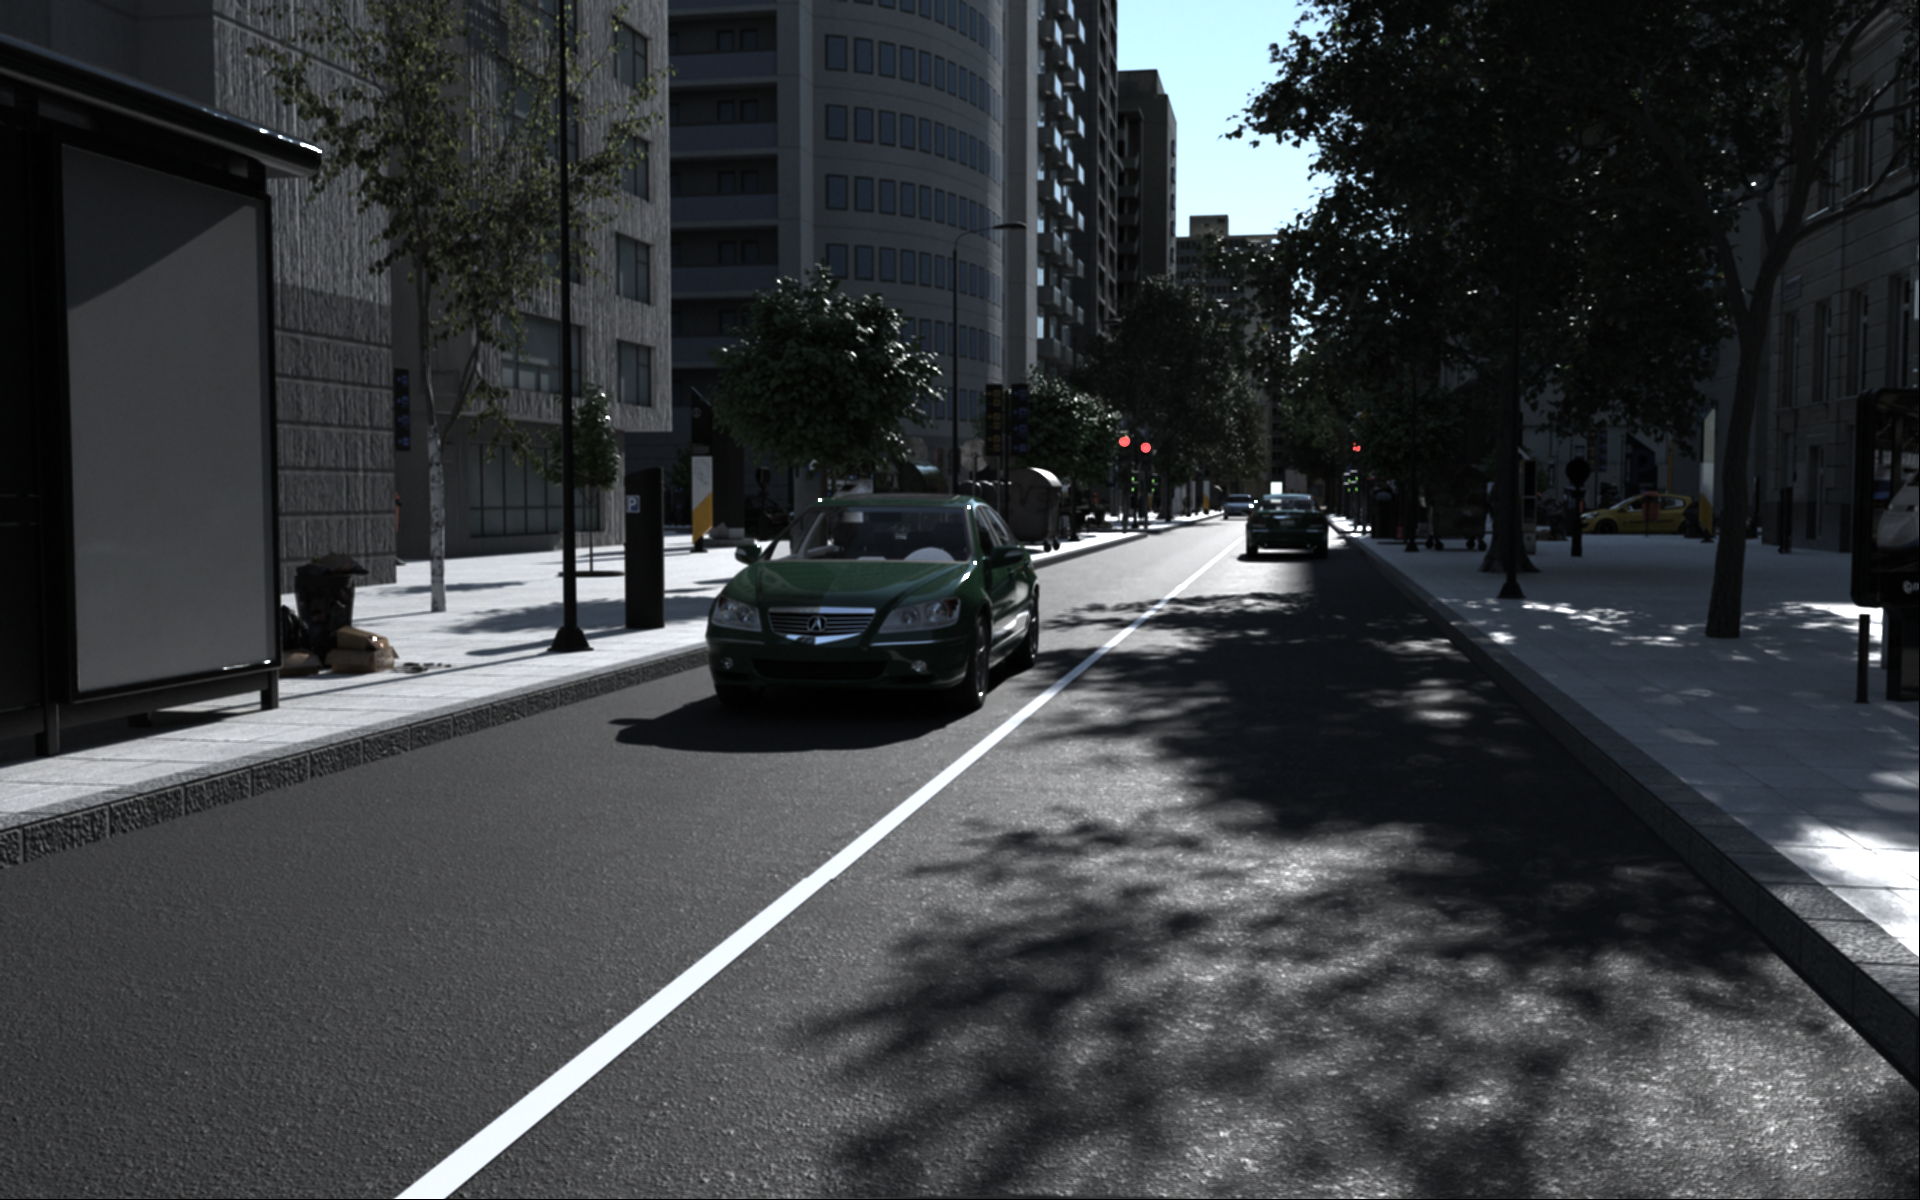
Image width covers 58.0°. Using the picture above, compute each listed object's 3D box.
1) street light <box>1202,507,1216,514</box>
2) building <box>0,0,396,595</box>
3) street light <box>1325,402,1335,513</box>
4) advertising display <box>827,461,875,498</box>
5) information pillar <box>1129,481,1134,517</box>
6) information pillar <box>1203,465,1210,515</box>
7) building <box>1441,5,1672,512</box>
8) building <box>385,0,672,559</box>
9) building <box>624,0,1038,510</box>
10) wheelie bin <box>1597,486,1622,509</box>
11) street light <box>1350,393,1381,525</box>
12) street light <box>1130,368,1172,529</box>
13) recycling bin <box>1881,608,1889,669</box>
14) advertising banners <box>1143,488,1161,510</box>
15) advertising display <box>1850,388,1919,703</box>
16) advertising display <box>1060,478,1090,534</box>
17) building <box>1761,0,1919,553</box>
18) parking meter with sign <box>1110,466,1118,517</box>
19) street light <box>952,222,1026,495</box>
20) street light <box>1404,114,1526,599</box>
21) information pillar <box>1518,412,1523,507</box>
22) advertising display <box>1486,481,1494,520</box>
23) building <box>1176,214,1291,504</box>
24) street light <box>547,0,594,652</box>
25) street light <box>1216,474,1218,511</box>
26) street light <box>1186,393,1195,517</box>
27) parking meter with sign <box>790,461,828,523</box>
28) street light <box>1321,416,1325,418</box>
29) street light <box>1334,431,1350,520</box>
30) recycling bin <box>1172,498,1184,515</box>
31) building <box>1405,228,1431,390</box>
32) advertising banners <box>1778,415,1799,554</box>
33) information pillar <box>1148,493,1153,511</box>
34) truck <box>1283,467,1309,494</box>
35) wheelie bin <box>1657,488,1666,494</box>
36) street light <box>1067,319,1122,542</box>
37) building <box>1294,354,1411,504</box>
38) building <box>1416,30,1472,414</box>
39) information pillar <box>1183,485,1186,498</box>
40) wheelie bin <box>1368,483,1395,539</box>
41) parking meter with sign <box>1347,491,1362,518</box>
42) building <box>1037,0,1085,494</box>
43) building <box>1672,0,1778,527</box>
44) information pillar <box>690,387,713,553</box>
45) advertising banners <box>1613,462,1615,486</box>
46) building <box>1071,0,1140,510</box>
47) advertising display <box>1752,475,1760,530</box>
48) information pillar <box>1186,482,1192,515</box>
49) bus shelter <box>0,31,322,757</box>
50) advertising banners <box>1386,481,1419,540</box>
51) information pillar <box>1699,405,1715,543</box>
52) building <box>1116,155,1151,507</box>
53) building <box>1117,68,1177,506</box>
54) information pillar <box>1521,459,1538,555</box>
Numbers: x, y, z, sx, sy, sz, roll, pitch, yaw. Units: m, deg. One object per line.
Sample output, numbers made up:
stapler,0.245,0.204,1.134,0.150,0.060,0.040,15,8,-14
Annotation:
street light,13.205,-7.534,95.725,1.470,5.913,1.316,1,4,11
building,-21.075,-28.710,11.414,21.231,58.520,28.212,1,4,11
street light,15.921,-6.048,71.428,1.470,5.913,1.316,1,4,11
advertising display,-1.995,-1.569,30.865,0.974,1.923,0.123,-1,4,-13
information pillar,9.585,-5.655,96.951,0.304,2.012,0.304,-1,4,-19
information pillar,15.082,-7.005,105.889,0.504,3.616,0.183,-3,5,-42
building,47.828,-32.317,117.625,28.713,52.752,27.495,1,4,11
building,-14.924,-21.832,40.549,14.086,41.232,14.154,1,4,11
building,-8.523,-33.348,87.234,21.231,58.520,28.212,1,4,11
wheelie bin,25.607,-3.689,68.223,0.980,1.594,0.693,0,4,-8
street light,9.512,-4.029,38.419,1.470,5.913,1.316,1,4,11
street light,7.012,-5.582,63.808,1.470,5.913,1.316,1,4,11
recycling bin,7.237,-0.001,12.576,0.722,1.027,0.722,-2,4,-30
advertising banners,15.344,-8.626,137.229,2.074,3.025,0.090,-1,4,-23
advertising display,5.951,-0.338,10.733,0.974,1.923,0.123,-1,4,-19
advertising display,3.737,-3.122,56.256,0.974,1.923,0.123,0,4,-2
building,23.685,-14.261,30.429,12.463,27.353,25.104,1,4,11
parking meter with sign,8.761,-6.219,97.940,0.543,3.016,1.738,1,4,9
street light,0.441,-3.506,29.860,1.470,5.913,1.316,1,4,11
street light,6.260,-2.980,21.268,1.470,5.913,1.316,1,4,11
information pillar,13.333,-3.083,41.765,0.504,3.616,0.183,-2,4,-27
advertising display,26.636,-4.965,86.398,0.974,1.923,0.123,-1,4,-14
building,34.819,-33.762,243.895,23.993,40.220,32.217,1,4,11
street light,-2.665,-2.531,13.915,1.470,5.913,1.316,1,4,11
street light,16.462,-8.543,112.227,1.470,5.913,1.316,1,4,11
street light,10.156,-6.558,79.767,1.470,5.913,1.316,1,4,11
parking meter with sign,-2.445,-1.976,28.566,0.543,3.016,1.738,-1,4,-20
street light,19.083,-7.023,87.363,1.470,5.913,1.316,1,4,11
street light,12.644,-5.012,54.493,1.470,5.913,1.316,1,4,11
recycling bin,13.611,-5.825,107.791,0.722,1.027,0.722,-2,4,-29
building,58.599,-34.423,182.420,23.786,49.044,30.456,1,4,11
advertising banners,18.114,-2.546,37.818,0.090,3.025,2.074,2,4,34
information pillar,14.027,-8.353,127.931,0.504,3.616,0.183,1,4,13
truck,35.767,-11.957,184.417,2.839,4.237,11.283,1,4,11
wheelie bin,35.803,-4.945,88.763,0.980,1.594,0.693,2,4,35
street light,3.602,-4.512,46.316,1.470,5.913,1.316,1,4,11
building,60.382,-23.997,237.384,28.899,21.520,27.650,1,4,11
building,52.391,-30.518,153.595,22.147,44.769,28.867,1,4,11
information pillar,14.183,-7.170,108.580,0.504,3.616,0.183,3,4,37
wheelie bin,12.197,-2.573,49.971,0.693,1.594,0.980,-1,4,-14
parking meter with sign,21.269,-5.867,92.189,1.738,3.016,0.543,-3,5,-42
building,-3.122,-30.876,124.437,23.786,49.044,30.456,1,4,11
building,42.900,-27.525,73.730,21.600,48.544,21.300,1,4,11
information pillar,-5.665,-2.850,37.948,0.504,3.616,0.183,1,4,23
advertising banners,36.374,-6.102,95.958,0.090,3.025,2.074,2,4,31
building,5.134,-43.519,149.782,20.563,71.187,20.611,1,4,11
advertising display,27.589,-3.353,60.038,0.123,1.923,0.974,1,4,19
information pillar,13.809,-6.120,104.555,0.304,2.012,0.304,1,4,23
bus shelter,-5.659,-1.745,6.167,2.179,5.291,8.768,1,4,11
advertising banners,12.281,-3.189,48.329,0.090,3.025,2.074,3,5,42
information pillar,19.694,-3.321,45.646,0.504,3.616,0.183,-2,4,-33
building,2.870,-29.478,173.841,32.217,40.220,23.993,1,4,11
building,13.248,-35.064,196.989,21.600,48.544,21.300,1,4,11
information pillar,12.076,-1.975,36.781,0.304,2.012,0.304,1,4,12
